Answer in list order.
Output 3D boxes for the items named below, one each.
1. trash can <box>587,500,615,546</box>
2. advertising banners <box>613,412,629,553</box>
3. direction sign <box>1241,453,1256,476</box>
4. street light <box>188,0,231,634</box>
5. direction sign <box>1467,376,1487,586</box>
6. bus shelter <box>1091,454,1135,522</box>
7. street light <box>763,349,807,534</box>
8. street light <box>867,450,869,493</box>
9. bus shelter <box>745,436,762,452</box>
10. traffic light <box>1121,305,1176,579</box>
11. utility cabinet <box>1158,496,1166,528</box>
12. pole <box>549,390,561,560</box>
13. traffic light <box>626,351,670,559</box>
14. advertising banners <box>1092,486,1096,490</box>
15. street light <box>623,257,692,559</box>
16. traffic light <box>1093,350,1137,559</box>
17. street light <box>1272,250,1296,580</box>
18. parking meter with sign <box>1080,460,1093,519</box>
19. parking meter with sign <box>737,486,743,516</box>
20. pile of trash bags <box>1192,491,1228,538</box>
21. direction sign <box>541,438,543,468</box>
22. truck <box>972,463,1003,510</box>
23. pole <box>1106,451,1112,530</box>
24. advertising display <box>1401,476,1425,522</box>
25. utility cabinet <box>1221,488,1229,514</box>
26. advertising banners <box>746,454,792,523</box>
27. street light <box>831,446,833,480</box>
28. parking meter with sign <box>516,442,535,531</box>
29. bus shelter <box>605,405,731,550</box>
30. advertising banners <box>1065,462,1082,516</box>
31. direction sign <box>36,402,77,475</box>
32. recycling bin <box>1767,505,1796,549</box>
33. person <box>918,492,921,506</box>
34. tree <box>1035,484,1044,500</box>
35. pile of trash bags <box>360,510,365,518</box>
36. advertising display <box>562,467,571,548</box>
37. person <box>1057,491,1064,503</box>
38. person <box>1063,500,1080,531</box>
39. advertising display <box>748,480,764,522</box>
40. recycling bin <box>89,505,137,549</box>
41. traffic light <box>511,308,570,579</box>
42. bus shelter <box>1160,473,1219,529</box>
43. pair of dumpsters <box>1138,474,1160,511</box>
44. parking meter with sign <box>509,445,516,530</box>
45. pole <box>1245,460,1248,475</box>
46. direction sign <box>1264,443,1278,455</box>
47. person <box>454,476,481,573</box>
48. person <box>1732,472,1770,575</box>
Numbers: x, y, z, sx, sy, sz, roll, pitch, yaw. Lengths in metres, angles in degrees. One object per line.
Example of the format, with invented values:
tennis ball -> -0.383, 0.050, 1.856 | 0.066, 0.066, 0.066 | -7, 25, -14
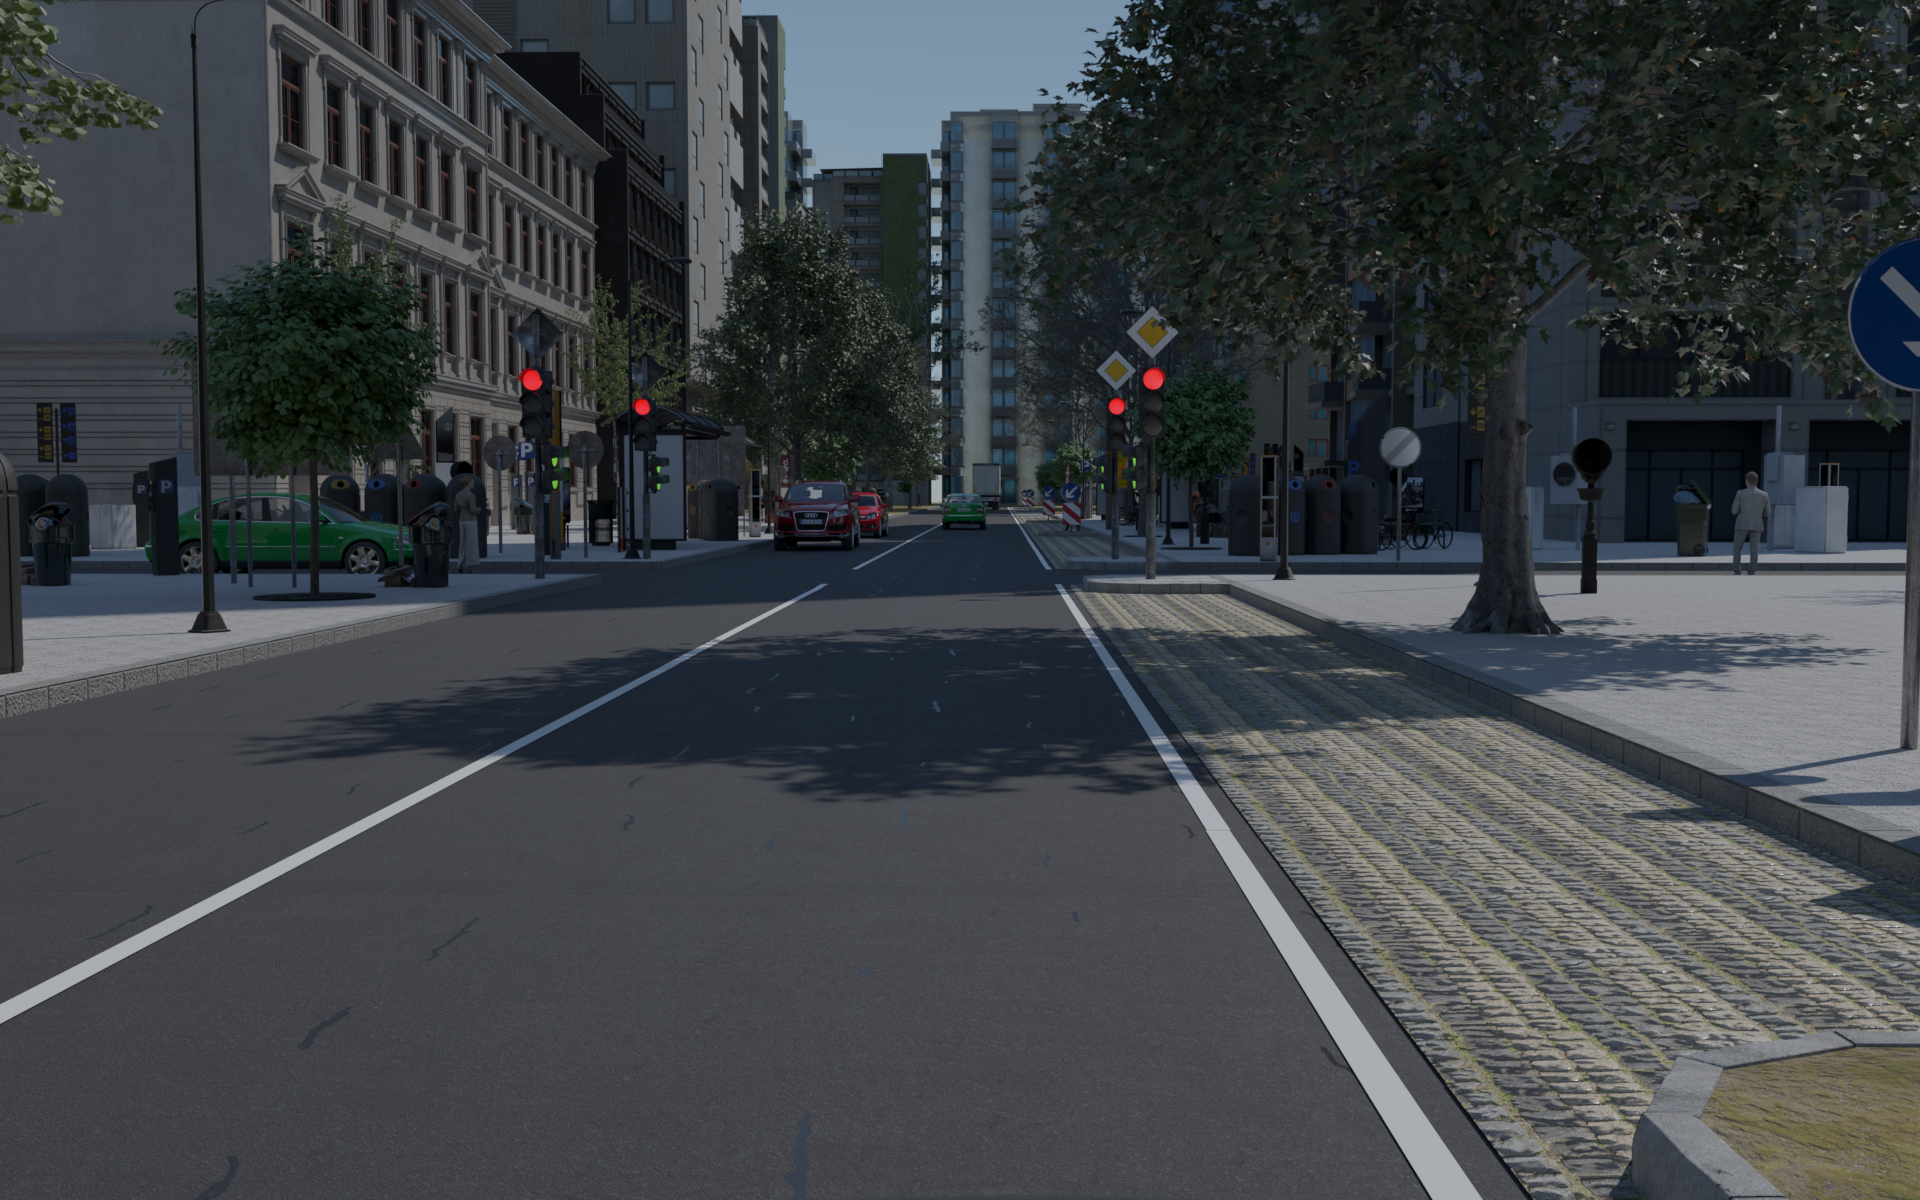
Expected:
trash can -> -8.903, -1.912, 42.914 | 0.748, 1.137, 0.748 | 0, 3, 0
advertising banners -> -7.487, -2.567, 38.158 | 0.090, 3.025, 2.074 | 0, 4, -3
direction sign -> 15.985, -6.360, 95.982 | 0.876, 3.537, 0.379 | 3, 5, 39
street light -> -6.438, -2.652, 15.906 | 1.470, 5.913, 1.316 | 0, 4, 1
direction sign -> 7.383, -1.965, 24.130 | 0.876, 3.537, 0.379 | -2, 4, -30
bus shelter -> 7.468, -5.466, 83.292 | 2.014, 3.302, 5.546 | 0, 4, 1
street light -> -5.608, -5.081, 55.621 | 1.470, 5.913, 1.316 | 0, 4, 1
street light -> -4.690, -7.710, 98.601 | 1.470, 5.913, 1.316 | 0, 4, 1
bus shelter -> -7.679, -3.748, 55.198 | 2.014, 3.302, 5.546 | 0, 4, 1
traffic light -> 2.852, -2.266, 25.974 | 0.839, 4.253, 0.868 | 0, 4, 1
utility cabinet -> 8.046, -3.361, 66.116 | 1.020, 1.237, 0.306 | 3, 5, 41
pole -> -7.941, -2.452, 33.928 | 0.158, 3.312, 0.155 | 0, 3, 0
traffic light -> -6.177, -2.766, 34.149 | 0.839, 4.253, 0.868 | 0, 4, 1
advertising banners -> 9.207, -6.914, 109.226 | 2.074, 3.025, 0.090 | 0, 4, -5
street light -> -5.953, -3.767, 34.129 | 1.470, 5.913, 1.316 | 0, 4, 1
traffic light -> 3.033, -2.754, 33.957 | 0.839, 4.253, 0.868 | 0, 4, 1
street light -> 4.312, -3.257, 25.788 | 1.470, 5.913, 1.316 | 0, 4, 1
parking meter with sign -> 6.600, -5.728, 89.908 | 0.543, 3.016, 1.738 | 1, 4, 10
parking meter with sign -> -13.021, -6.442, 101.593 | 1.738, 3.016, 0.543 | -1, 4, -15
pile of trash bags -> 7.864, -2.590, 52.094 | 1.912, 1.369, 3.447 | -1, 4, -20
direction sign -> -16.533, -4.713, 69.049 | 0.379, 3.537, 0.876 | 3, 4, 36
truck -> 2.529, -10.612, 162.412 | 2.839, 4.237, 11.283 | 0, 4, 2
pole -> 5.329, -4.173, 62.075 | 0.158, 3.312, 0.155 | 0, 3, 0
advertising display -> 16.257, -3.502, 62.476 | 0.974, 1.923, 0.123 | 2, 4, 30
utility cabinet -> 9.815, -3.349, 63.428 | 1.173, 1.500, 0.318 | -2, 4, -34
advertising banners -> -8.415, -4.905, 76.385 | 2.074, 3.025, 0.090 | 0, 4, 8
street light -> -5.170, -6.396, 77.111 | 1.470, 5.913, 1.316 | 0, 4, 1
parking meter with sign -> -14.442, -3.819, 58.700 | 0.543, 3.016, 1.738 | 0, 4, 1
bus shelter -> -6.972, -2.942, 42.029 | 2.014, 3.302, 5.546 | 0, 4, 1
advertising banners -> 6.360, -6.050, 95.100 | 0.090, 3.025, 2.074 | -2, 4, -33
direction sign -> -22.359, -3.116, 42.943 | 0.876, 3.537, 0.379 | -1, 4, -16
recycling bin -> 19.343, -1.718, 40.635 | 0.722, 1.027, 0.722 | 2, 4, 25
person -> -4.542, -11.136, 191.498 | 0.530, 1.710, 0.541 | 0, 4, 4
tree -> 8.895, -11.545, 183.354 | 1.663, 3.219, 1.824 | 0, 3, 0
pile of trash bags -> -13.421, -1.758, 38.492 | 1.912, 1.369, 3.447 | 3, 5, 44
advertising display -> -9.469, -2.192, 41.050 | 0.123, 1.923, 0.974 | 1, 4, 9
person -> 11.144, -11.167, 191.617 | 0.750, 1.759, 0.617 | 0, 4, 4
person -> 4.043, -3.351, 63.064 | 0.755, 1.850, 0.659 | 2, 4, 28
advertising display -> -9.436, -4.579, 80.086 | 0.123, 1.923, 0.974 | 3, 4, 36
recycling bin -> -19.803, -1.709, 40.491 | 0.722, 1.027, 0.722 | 1, 4, 22
traffic light -> -6.357, -2.278, 26.166 | 0.839, 4.253, 0.868 | 0, 4, 1
bus shelter -> 8.093, -4.117, 61.239 | 2.014, 3.302, 5.546 | 0, 4, 1
pair of dumpsters -> 9.449, -4.899, 82.599 | 1.574, 2.255, 4.437 | 0, 4, 1
parking meter with sign -> -15.943, -4.037, 62.271 | 0.543, 3.016, 1.738 | -1, 4, -20
pole -> 15.241, -6.012, 92.143 | 0.158, 3.312, 0.155 | 0, 3, 0
direction sign -> 13.940, -5.242, 77.696 | 0.876, 3.537, 0.379 | -3, 4, -37
person -> -8.876, -1.364, 31.352 | 0.519, 1.759, 0.362 | 2, 4, 34
person -> 13.204, -1.243, 29.031 | 0.606, 1.804, 0.583 | 0, 4, 3
